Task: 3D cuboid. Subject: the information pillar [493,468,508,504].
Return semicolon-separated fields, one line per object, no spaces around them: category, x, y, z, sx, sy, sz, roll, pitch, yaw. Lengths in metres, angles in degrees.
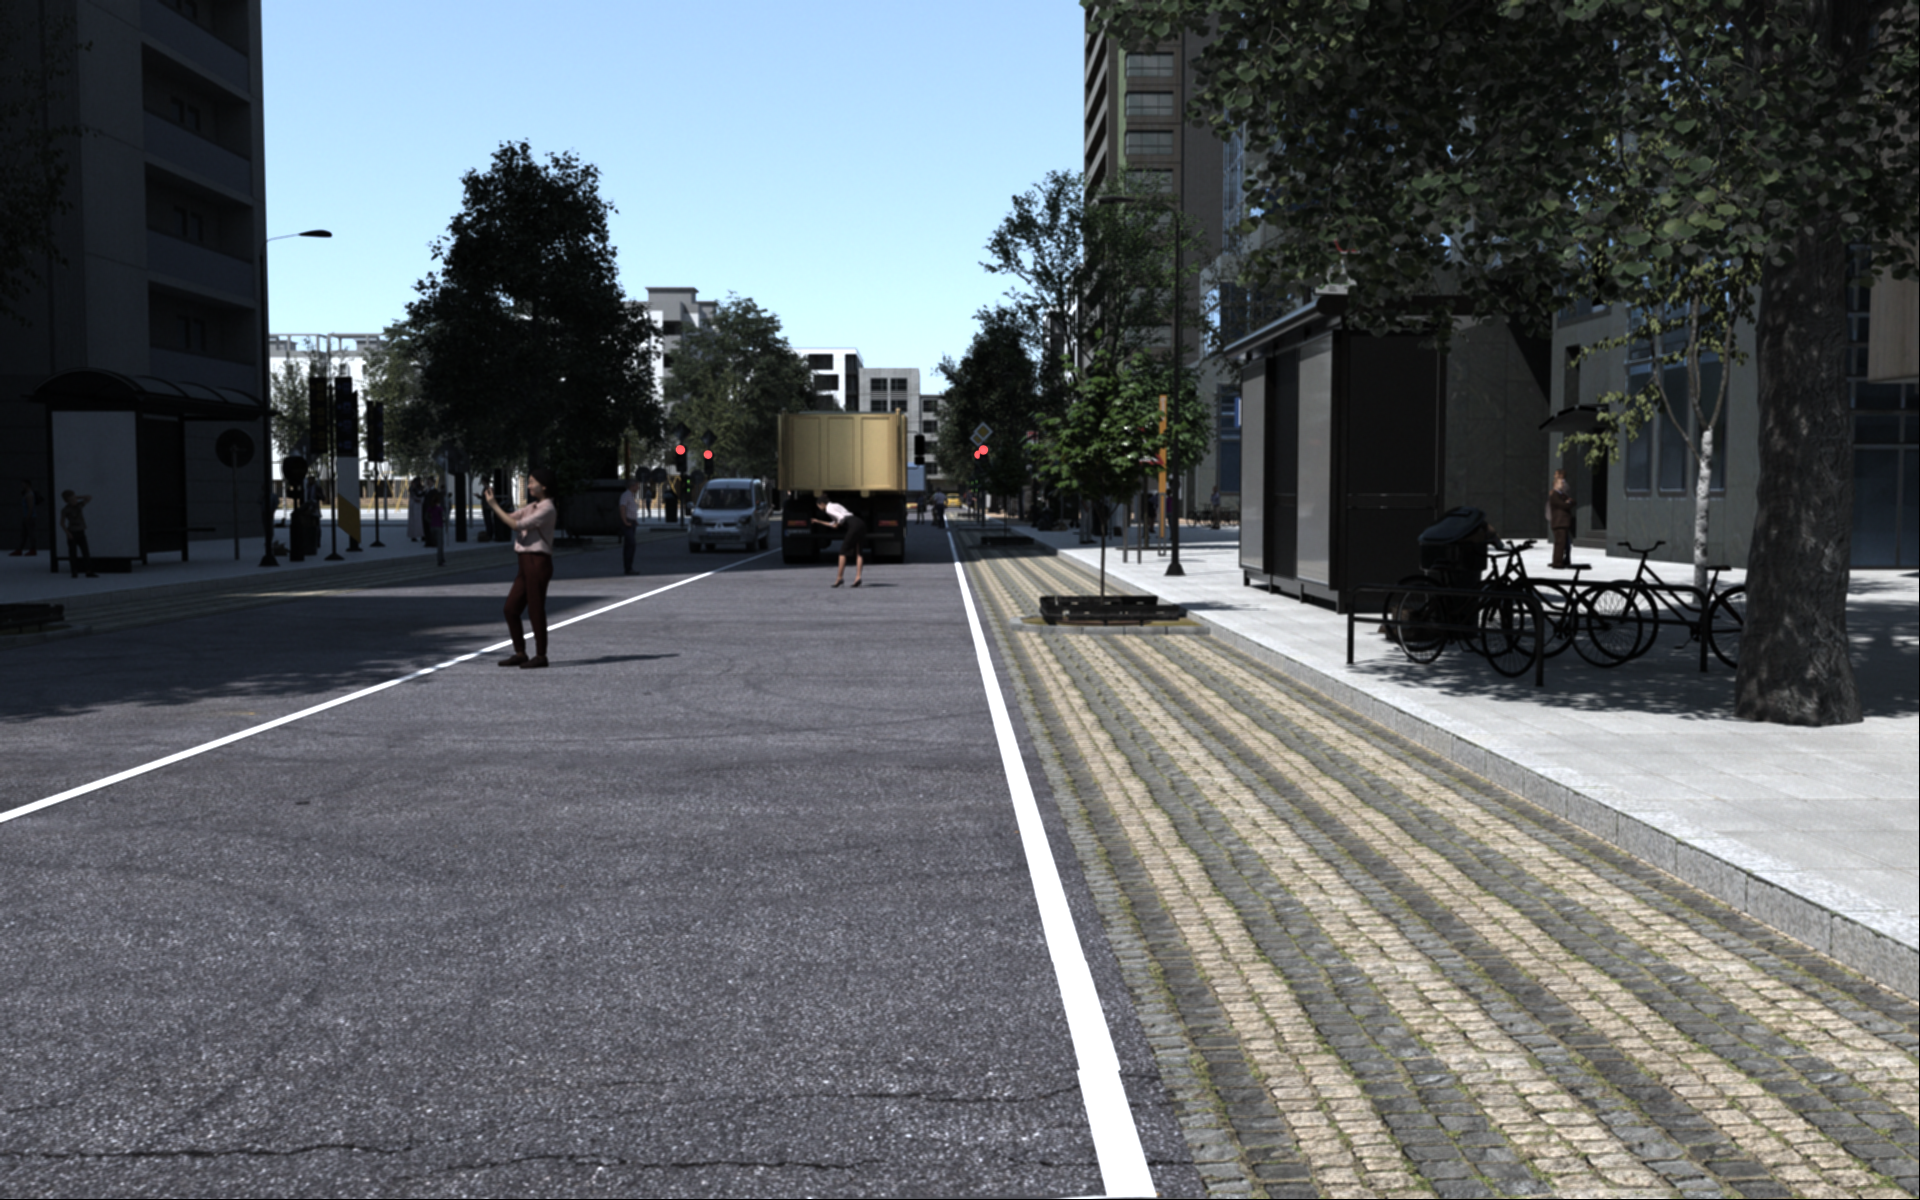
information pillar;-12.726;-2.662;48.010;0.304;2.012;0.304;1;4;13

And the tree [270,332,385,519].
tree;-29.192;-7.814;78.119;4.360;8.622;3.978;0;3;0

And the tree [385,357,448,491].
tree;-28.791;-8.672;92.148;4.360;8.622;3.978;0;3;0

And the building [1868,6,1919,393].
building;19.415;-20.553;19.636;14.154;41.232;14.086;0;4;-1

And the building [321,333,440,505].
building;-68.227;-21.601;209.597;11.380;20.091;16.016;0;4;-1

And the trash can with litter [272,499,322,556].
trash can with litter;-13.876;-1.509;36.064;1.055;1.170;0.624;-2;4;-32

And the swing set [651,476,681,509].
swing set;-24.614;-9.197;147.995;2.862;2.851;3.119;1;4;10

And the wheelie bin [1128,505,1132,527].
wheelie bin;6.395;-3.645;67.504;0.693;1.594;0.980;1;4;13

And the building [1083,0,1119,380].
building;21.414;-31.498;138.693;21.300;48.544;21.600;0;4;-1

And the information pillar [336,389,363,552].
information pillar;-13.637;-2.892;38.632;0.504;3.616;0.183;-2;4;-27

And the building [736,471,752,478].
building;-26.935;-15.040;188.052;9.099;9.664;28.070;0;4;-1

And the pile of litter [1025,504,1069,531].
pile of litter;3.304;-2.840;60.403;1.176;0.858;1.719;2;4;34

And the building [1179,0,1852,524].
building;26.798;-47.661;91.927;31.000;86.520;22.319;0;4;-1

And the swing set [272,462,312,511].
swing set;-33.291;-5.309;84.415;3.119;2.851;2.862;-1;4;-10

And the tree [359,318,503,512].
tree;-34.012;-12.628;113.116;9.857;13.997;8.962;0;3;0

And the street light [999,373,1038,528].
street light;2.341;-5.741;66.400;1.470;5.913;1.316;0;4;-1

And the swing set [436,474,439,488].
swing set;-41.469;-8.335;133.904;3.119;2.851;2.862;-3;5;-41

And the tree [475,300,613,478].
tree;-19.486;-10.022;81.982;7.486;12.596;7.792;0;3;0

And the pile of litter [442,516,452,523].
pile of litter;-23.095;-3.771;75.617;1.719;0.858;1.176;1;4;9

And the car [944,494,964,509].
car;-0.646;-9.866;171.528;2.015;1.641;3.980;0;4;1

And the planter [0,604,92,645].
planter;-9.801;0.248;17.085;1.991;0.319;1.994;0;4;-1

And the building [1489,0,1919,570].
building;22.342;-44.583;41.606;22.319;86.520;31.000;0;4;-1

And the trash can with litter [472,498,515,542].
trash can with litter;-12.433;-2.129;46.198;1.055;1.170;0.624;-2;4;-26

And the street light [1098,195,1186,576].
street light;2.845;-3.337;27.101;1.470;5.913;1.316;0;4;-1

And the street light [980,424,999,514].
street light;1.927;-8.473;111.074;1.470;5.913;1.316;0;4;-1

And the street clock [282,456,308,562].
street clock;-12.646;-1.737;32.977;0.358;2.002;0.471;1;4;17

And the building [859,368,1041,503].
building;1.520;-23.498;250.652;31.486;18.905;16.747;0;4;-1

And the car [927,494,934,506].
car;-4.140;-12.267;210.356;2.009;1.686;4.222;0;4;-2

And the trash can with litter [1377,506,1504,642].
trash can with litter;4.232;-0.238;15.271;1.055;1.170;0.624;-2;4;-35

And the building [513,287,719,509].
building;-30.771;-18.319;155.932;16.016;20.091;11.380;0;4;-1

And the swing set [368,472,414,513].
swing set;-39.278;-7.556;121.156;3.119;2.851;2.862;2;4;32

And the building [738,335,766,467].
building;-28.466;-21.670;210.724;11.380;20.091;16.016;0;4;-1

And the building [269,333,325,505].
building;-80.270;-21.624;209.970;11.380;20.091;16.016;0;4;-1

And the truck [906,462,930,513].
truck;-4.196;-9.246;140.925;2.967;4.110;18.799;0;4;1

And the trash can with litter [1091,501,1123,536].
trash can with litter;4.532;-2.537;52.871;1.055;1.170;0.624;0;4;3

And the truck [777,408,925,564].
truck;-2.501;-2.657;39.360;3.469;3.379;9.791;0;4;-2

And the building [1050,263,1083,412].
building;24.164;-19.935;169.915;27.936;21.610;32.646;0;4;-1

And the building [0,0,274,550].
building;-34.808;-30.840;46.237;28.212;58.520;21.231;0;4;-1

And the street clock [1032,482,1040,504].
street clock;4.309;-5.737;98.378;0.358;2.002;0.471;2;4;32

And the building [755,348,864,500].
building;-30.909;-25.169;255.480;32.646;21.610;27.936;0;4;-1

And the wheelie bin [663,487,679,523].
wheelie bin;-12.957;-4.265;77.641;0.693;1.594;0.980;-1;4;-10

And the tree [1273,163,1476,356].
tree;8.950;-5.275;36.610;4.360;8.622;3.978;0;3;0

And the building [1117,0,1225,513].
building;17.851;-26.756;121.060;14.154;41.232;14.086;0;4;-1

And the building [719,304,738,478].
building;-30.430;-19.014;167.296;16.016;20.091;11.380;0;4;-1

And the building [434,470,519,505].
building;-61.795;-18.623;246.626;28.070;9.664;9.099;0;4;-1

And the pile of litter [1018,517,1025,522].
pile of litter;3.440;-4.026;79.785;1.719;0.858;1.176;1;4;17

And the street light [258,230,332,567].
street light;-11.742;-3.551;30.608;1.470;5.913;1.316;0;4;-1

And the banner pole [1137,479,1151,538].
banner pole;5.140;-3.689;50.326;0.863;3.779;0.401;-1;4;-12

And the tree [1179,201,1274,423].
tree;7.702;-5.761;44.547;4.360;8.622;3.978;0;3;0

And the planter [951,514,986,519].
planter;0.502;-4.810;99.777;1.991;0.319;1.994;0;4;-1

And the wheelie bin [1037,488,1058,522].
wheelie bin;4.093;-4.284;77.955;0.980;1.594;0.693;1;4;12

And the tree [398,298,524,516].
tree;-27.780;-11.676;101.269;12.009;13.543;11.850;0;3;0

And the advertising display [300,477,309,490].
advertising display;-24.983;-3.732;66.229;0.123;1.923;0.974;0;4;-2

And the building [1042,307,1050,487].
building;23.380;-21.928;202.493;27.936;21.610;32.646;0;4;-1
